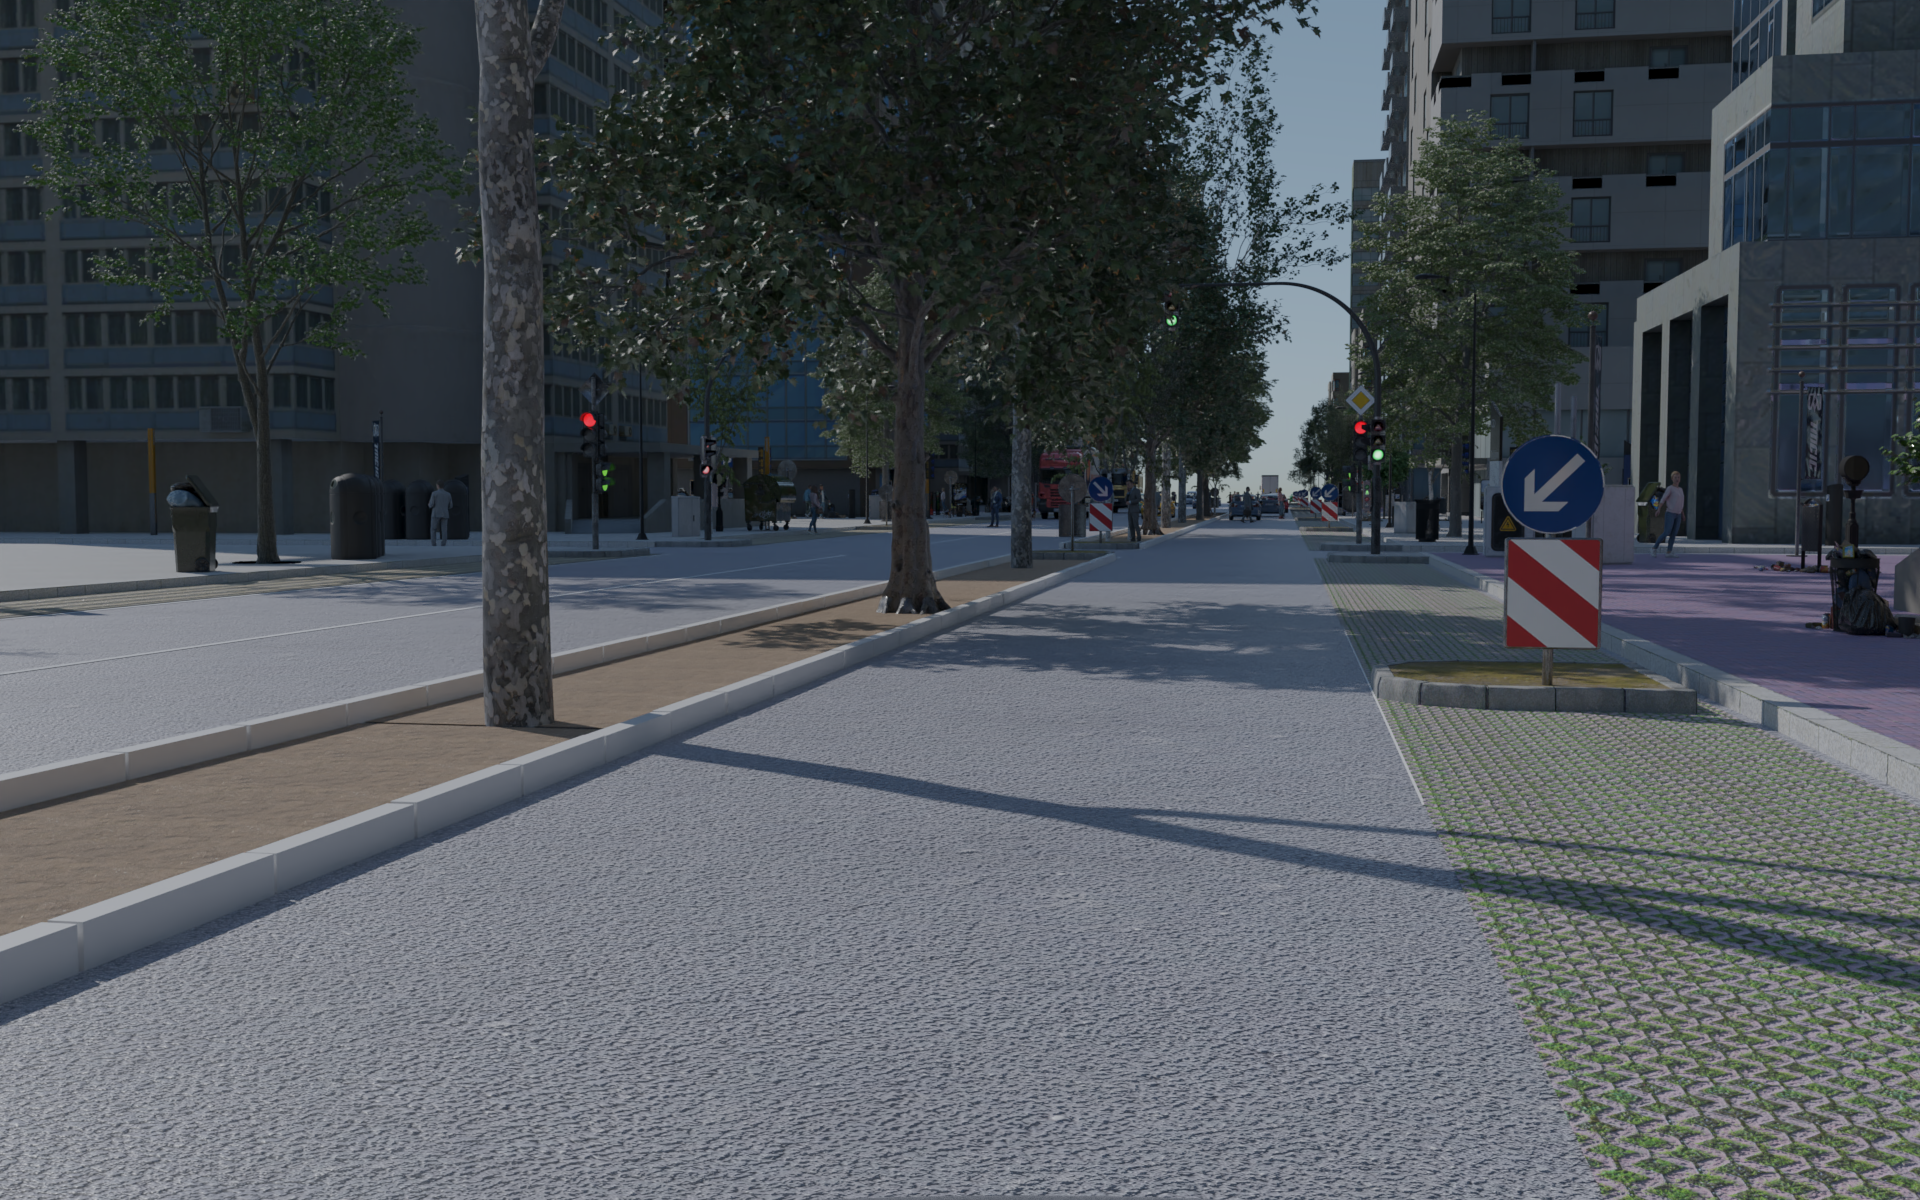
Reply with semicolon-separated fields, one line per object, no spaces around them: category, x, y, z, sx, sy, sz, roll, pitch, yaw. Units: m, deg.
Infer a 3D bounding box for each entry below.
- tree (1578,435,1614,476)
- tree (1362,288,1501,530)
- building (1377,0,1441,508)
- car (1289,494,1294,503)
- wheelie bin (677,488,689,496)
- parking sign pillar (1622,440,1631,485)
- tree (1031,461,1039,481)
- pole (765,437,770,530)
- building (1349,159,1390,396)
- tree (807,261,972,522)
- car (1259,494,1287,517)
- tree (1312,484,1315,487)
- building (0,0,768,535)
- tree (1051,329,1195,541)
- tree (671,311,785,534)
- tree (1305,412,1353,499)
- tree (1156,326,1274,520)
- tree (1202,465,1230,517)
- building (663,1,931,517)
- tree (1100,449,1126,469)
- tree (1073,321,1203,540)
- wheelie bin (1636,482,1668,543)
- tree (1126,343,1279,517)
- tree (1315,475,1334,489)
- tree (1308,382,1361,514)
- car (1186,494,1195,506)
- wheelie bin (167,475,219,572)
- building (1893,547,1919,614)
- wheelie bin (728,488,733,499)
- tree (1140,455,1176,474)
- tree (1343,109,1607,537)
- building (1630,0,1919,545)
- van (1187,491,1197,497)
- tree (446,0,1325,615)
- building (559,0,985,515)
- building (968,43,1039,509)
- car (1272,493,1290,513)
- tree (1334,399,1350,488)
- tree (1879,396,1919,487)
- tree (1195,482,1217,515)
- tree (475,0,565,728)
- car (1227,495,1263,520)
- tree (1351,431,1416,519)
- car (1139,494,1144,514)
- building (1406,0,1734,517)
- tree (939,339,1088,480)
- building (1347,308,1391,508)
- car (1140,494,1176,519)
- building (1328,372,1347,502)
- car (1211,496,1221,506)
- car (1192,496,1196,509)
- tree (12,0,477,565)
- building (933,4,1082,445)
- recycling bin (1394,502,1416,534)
tree;20.206;-3.792;56.594;1.663;3.219;1.824;0;3;0
tree;16.180;-6.647;59.039;4.360;8.622;3.978;0;3;0
building;46.428;-32.007;142.923;23.786;49.044;30.456;1;4;11
car;51.148;-15.629;264.328;1.959;1.807;4.718;1;4;11
wheelie bin;-14.267;-4.960;88.998;0.693;1.594;0.980;-2;4;-30
parking sign pillar;33.437;-5.939;85.573;1.447;3.967;1.447;2;4;31
tree;7.372;-11.438;137.376;4.360;8.622;3.978;0;3;0
pole;-6.887;-4.165;61.933;0.158;3.312;0.155;0;3;0
building;55.048;-32.383;213.049;14.154;41.232;14.086;1;4;11
tree;-3.306;-9.899;79.970;7.486;12.596;7.792;0;3;0
car;19.896;-6.055;110.994;2.014;1.417;4.499;1;4;12
tree;55.715;-16.990;272.383;1.663;3.219;1.824;0;3;0
building;-24.822;-22.826;65.090;32.217;40.220;23.993;1;4;11
tree;4.149;-5.853;48.514;4.737;8.622;4.395;0;3;0
tree;-7.785;-6.425;55.418;4.737;8.622;4.395;0;3;0
tree;32.978;-12.284;151.199;4.737;8.622;4.395;0;3;0
tree;13.199;-10.633;94.427;7.486;12.596;7.792;0;3;0
tree;14.108;-9.037;100.574;4.360;8.622;3.978;0;3;0
building;-9.881;-27.658;102.312;14.600;45.320;14.200;1;4;11
tree;17.169;-17.553;193.646;9.857;13.997;8.962;0;3;0
tree;5.229;-6.129;53.032;4.360;8.622;3.978;0;3;0
wheelie bin;18.193;-2.297;45.465;0.693;1.594;0.980;0;4;-5
tree;15.616;-12.258;109.524;9.857;13.997;8.962;0;3;0
tree;37.046;-10.937;173.425;1.663;3.219;1.824;0;3;0
tree;24.686;-9.811;110.764;4.360;8.622;3.978;0;3;0
car;27.397;-12.021;208.545;2.014;1.417;4.499;1;4;9
wheelie bin;-12.637;-1.262;28.544;0.693;1.594;0.980;-1;4;-11
building;24.973;-19.355;8.332;32.217;40.220;23.993;1;4;11
wheelie bin;-11.656;-4.921;88.371;0.693;1.594;0.980;-1;4;-22
tree;32.568;-22.283;274.698;12.009;13.543;11.850;0;3;0
tree;15.315;-8.172;51.736;7.486;12.596;7.792;0;3;0
building;37.158;-45.103;50.111;31.000;86.520;22.319;1;4;11
van;31.496;-13.963;235.298;2.013;2.044;4.112;1;4;12
tree;-0.614;-6.180;20.513;9.611;12.733;9.660;0;3;0
building;-11.211;-27.219;136.905;32.217;40.220;23.993;1;4;11
building;1.682;-28.759;153.811;14.154;41.232;14.086;1;4;11
car;24.364;-7.606;133.402;2.155;1.783;4.494;1;4;9
tree;43.159;-17.495;203.043;9.611;12.733;9.660;0;3;0
tree;16.444;-2.120;29.268;1.663;3.219;1.824;0;3;0
tree;17.356;-10.102;117.981;4.737;8.622;4.395;0;3;0
tree;-1.706;-9.221;9.106;12.611;20.169;13.585;0;3;0
car;15.784;-5.134;95.943;2.014;1.417;4.499;1;4;9
tree;21.791;-6.451;89.190;4.285;4.588;4.351;0;3;0
car;11.956;-6.280;111.480;1.959;1.807;4.718;1;4;11
building;40.165;-31.117;97.994;28.713;52.752;27.495;1;4;11
tree;3.679;-12.899;117.553;9.857;13.997;8.962;0;3;0
building;53.679;-20.059;173.003;27.650;21.520;28.899;1;4;11
car;11.467;-5.498;100.118;2.015;1.641;3.980;1;4;12
building;69.055;-25.223;257.433;27.650;21.520;28.899;1;4;11
car;30.419;-11.953;208.012;1.945;1.354;3.894;1;4;12
car;23.810;-9.682;170.297;2.014;1.417;4.499;1;4;10
tree;-12.922;-6.468;31.507;9.928;11.665;9.643;0;3;0
building;0.588;-33.537;172.033;21.300;48.544;21.600;1;4;11
recycling bin;14.666;-2.691;56.544;0.722;1.027;0.722;-1;4;-21
